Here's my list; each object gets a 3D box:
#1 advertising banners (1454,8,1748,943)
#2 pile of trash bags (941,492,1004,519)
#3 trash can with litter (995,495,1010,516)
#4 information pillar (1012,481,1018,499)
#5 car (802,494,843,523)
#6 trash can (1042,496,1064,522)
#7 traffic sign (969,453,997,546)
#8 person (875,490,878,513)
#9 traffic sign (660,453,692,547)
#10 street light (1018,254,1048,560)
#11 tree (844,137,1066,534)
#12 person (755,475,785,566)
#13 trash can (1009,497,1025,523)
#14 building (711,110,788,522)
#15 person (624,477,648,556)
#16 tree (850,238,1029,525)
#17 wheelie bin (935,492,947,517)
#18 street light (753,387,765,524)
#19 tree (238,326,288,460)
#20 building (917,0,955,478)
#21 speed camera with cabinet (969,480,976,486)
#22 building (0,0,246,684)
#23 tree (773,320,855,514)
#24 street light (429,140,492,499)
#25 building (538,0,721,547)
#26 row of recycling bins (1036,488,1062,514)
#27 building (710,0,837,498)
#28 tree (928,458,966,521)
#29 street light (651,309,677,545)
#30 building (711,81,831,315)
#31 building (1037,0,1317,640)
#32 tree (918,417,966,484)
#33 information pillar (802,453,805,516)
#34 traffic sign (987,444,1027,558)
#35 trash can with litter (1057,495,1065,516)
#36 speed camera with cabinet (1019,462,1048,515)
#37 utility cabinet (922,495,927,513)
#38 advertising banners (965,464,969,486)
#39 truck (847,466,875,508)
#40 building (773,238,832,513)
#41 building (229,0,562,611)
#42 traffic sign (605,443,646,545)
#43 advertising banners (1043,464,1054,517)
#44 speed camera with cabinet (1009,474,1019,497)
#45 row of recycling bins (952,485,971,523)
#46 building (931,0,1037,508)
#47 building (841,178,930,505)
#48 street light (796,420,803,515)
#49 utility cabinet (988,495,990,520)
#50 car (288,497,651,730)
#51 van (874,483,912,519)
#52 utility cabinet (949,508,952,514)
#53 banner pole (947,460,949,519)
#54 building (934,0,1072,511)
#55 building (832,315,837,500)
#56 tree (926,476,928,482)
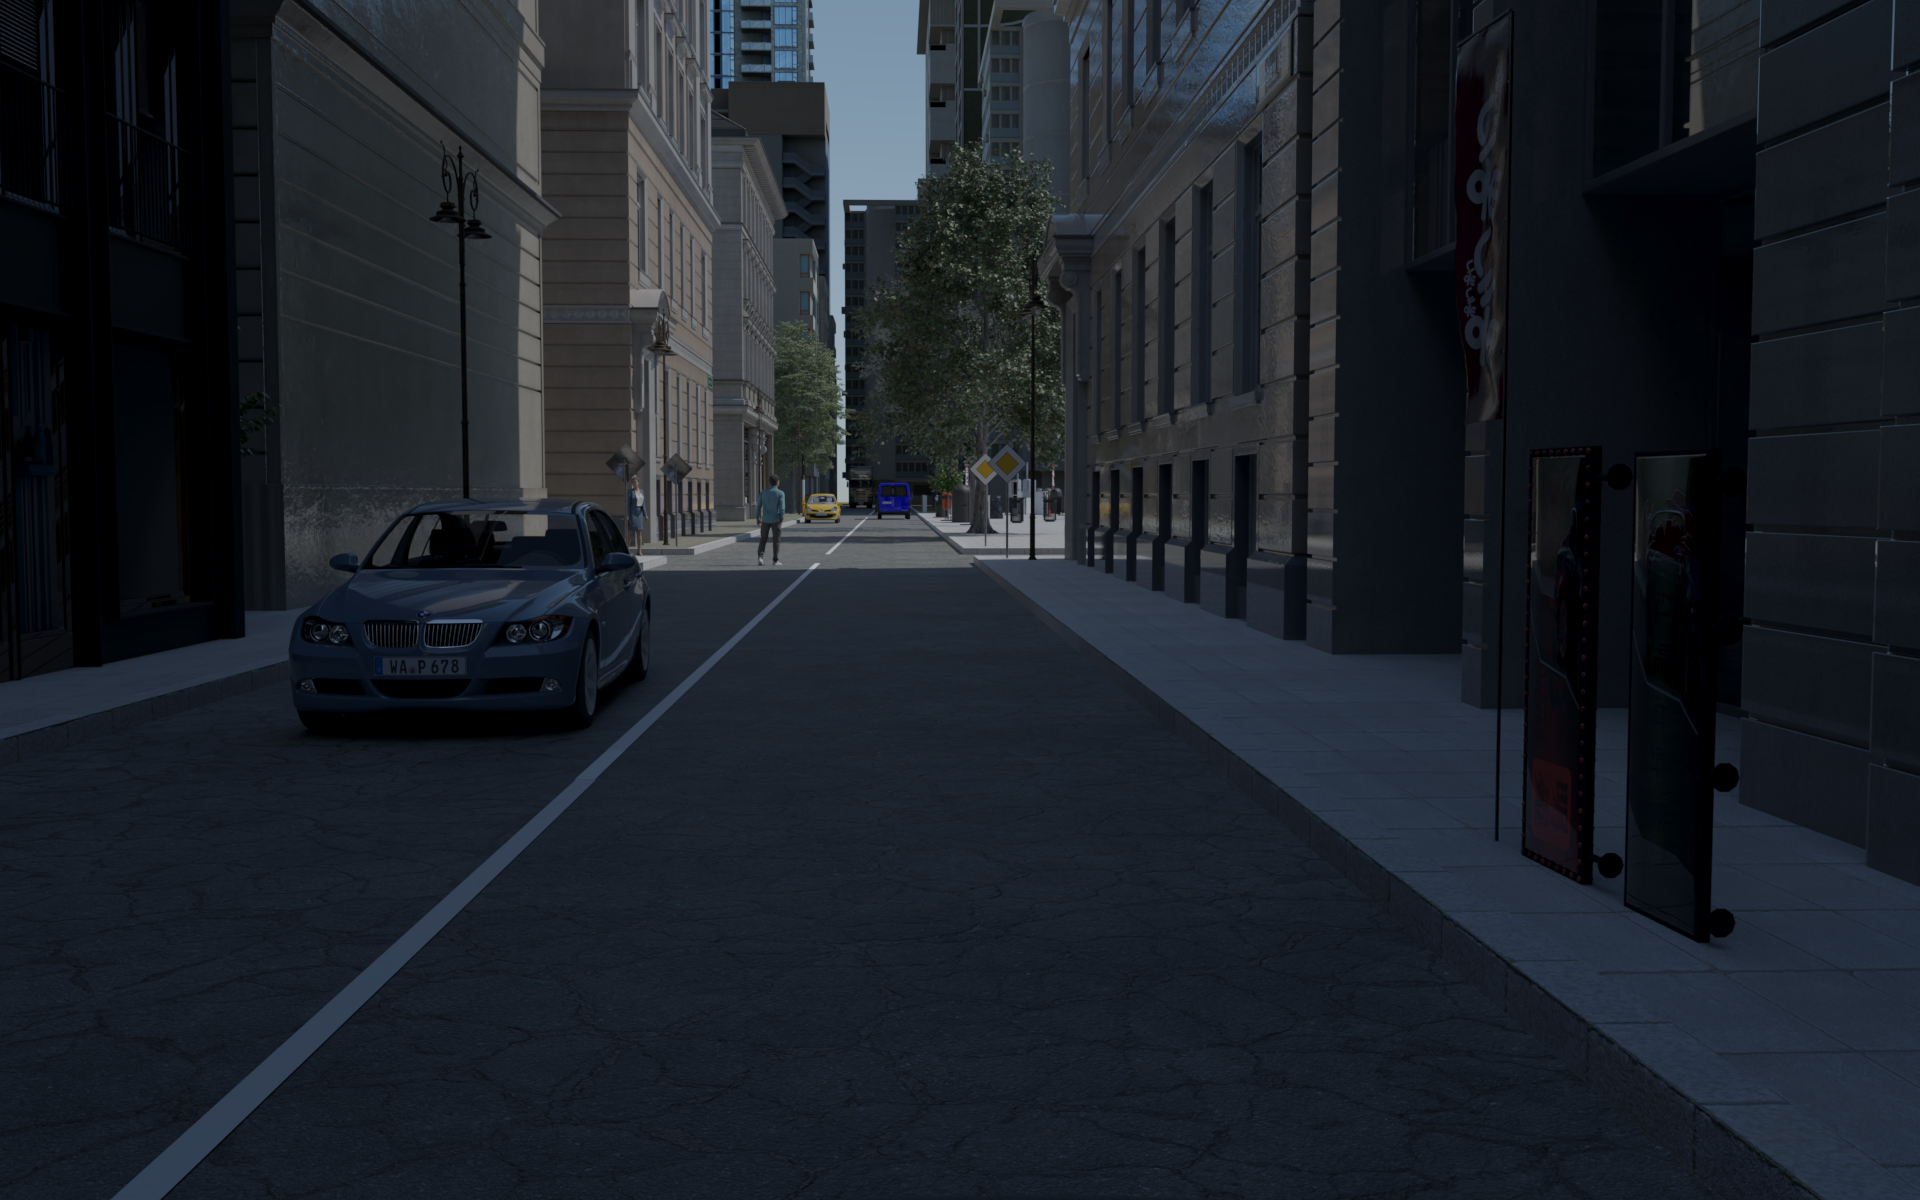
[{"bbox_3d":[2.036,-0.588,5.798,0.090,3.025,2.074,0,4,-5],"label":"advertising banners"},{"bbox_3d":[0.666,-4.928,90.328,3.447,1.369,1.912,1,4,17],"label":"pile of trash bags"},{"bbox_3d":[2.549,-5.719,104.562,1.678,1.210,2.233,2,4,27],"label":"trash can with litter"},{"bbox_3d":[3.149,-5.826,99.746,0.304,2.012,0.304,-1,4,-8],"label":"information pillar"},{"bbox_3d":[-6.821,-4.631,85.938,2.015,1.641,3.980,0,4,-3],"label":"car"},{"bbox_3d":[4.151,-4.178,79.963,0.748,1.137,0.748,0,3,0],"label":"trash can"},{"bbox_3d":[0.625,-2.376,42.485,0.795,2.450,0.064,0,4,-2],"label":"traffic sign"},{"bbox_3d":[-6.361,-7.635,134.135,0.742,1.727,0.445,3,5,43],"label":"person"},{"bbox_3d":[-6.914,-2.359,42.212,0.795,2.450,0.064,0,4,-2],"label":"traffic sign"},{"bbox_3d":[1.412,-3.718,33.581,0.468,5.910,1.993,0,4,-2],"label":"street light"},{"bbox_3d":[0.803,-8.487,55.763,9.611,12.733,9.660,0,3,0],"label":"tree"},{"bbox_3d":[-3.825,-1.604,34.739,0.660,1.820,0.620,1,4,14],"label":"person"},{"bbox_3d":[2.515,-3.966,76.490,0.748,1.137,0.748,0,3,0],"label":"trash can"},{"bbox_3d":[-14.522,-14.094,81.351,10.553,20.767,40.483,0,4,-2],"label":"building"},{"bbox_3d":[-7.412,-1.895,39.514,0.581,1.822,0.654,-2,4,-31],"label":"person"},{"bbox_3d":[0.422,-9.823,70.984,12.009,13.543,11.850,0,3,0],"label":"tree"},{"bbox_3d":[-0.931,-5.440,96.846,0.693,1.594,0.980,3,5,43],"label":"wheelie bin"},{"bbox_3d":[-8.665,-6.239,74.789,0.468,5.910,1.993,0,4,-2],"label":"street light"},{"bbox_3d":[-7.704,-1.360,16.834,1.663,3.219,1.824,0,3,0],"label":"tree"},{"bbox_3d":[10.087,-36.086,179.252,28.713,52.752,27.495,0,4,-2],"label":"building"},{"bbox_3d":[1.043,-7.112,110.621,0.660,3.252,2.038,1,4,10],"label":"speed camera with cabinet"},{"bbox_3d":[-12.243,-10.827,6.692,12.332,23.373,15.834,0,4,-2],"label":"building"},{"bbox_3d":[-10.545,-11.927,113.126,7.486,12.596,7.792,0,3,0],"label":"tree"},{"bbox_3d":[-6.630,-3.080,23.151,0.468,5.910,1.993,0,4,-2],"label":"street light"},{"bbox_3d":[-14.509,-16.204,50.843,13.634,28.700,20.117,0,4,-2],"label":"building"},{"bbox_3d":[5.469,-6.622,115.382,1.069,1.692,3.534,-3,5,-41],"label":"row of recycling bins"},{"bbox_3d":[-30.676,-54.860,209.634,31.000,86.520,22.319,0,4,-2],"label":"building"},{"bbox_3d":[-0.566,-5.374,82.466,1.663,3.219,1.824,0,3,0],"label":"tree"},{"bbox_3d":[-7.393,-4.317,43.377,0.468,5.910,1.993,0,4,-2],"label":"street light"},{"bbox_3d":[-21.210,-32.729,185.224,14.200,45.320,14.600,0,4,-2],"label":"building"},{"bbox_3d":[8.673,-14.578,24.258,13.634,28.700,20.117,0,4,-2],"label":"building"},{"bbox_3d":[-1.214,-10.286,118.540,4.360,8.622,3.978,0,3,0],"label":"tree"},{"bbox_3d":[-9.032,-6.637,99.862,0.183,3.616,0.504,0,4,4],"label":"information pillar"},{"bbox_3d":[0.937,-1.888,34.506,0.795,2.450,0.064,0,4,-2],"label":"traffic sign"},{"bbox_3d":[6.630,-5.573,102.184,2.233,1.210,1.678,-1,4,-16],"label":"trash can with litter"},{"bbox_3d":[4.718,-6.886,106.923,0.660,3.252,2.038,-3,4,-37],"label":"speed camera with cabinet"},{"bbox_3d":[-2.391,-6.469,116.933,0.306,1.237,1.020,0,4,-4],"label":"utility cabinet"},{"bbox_3d":[0.731,-6.366,100.270,0.090,3.025,2.074,2,4,27],"label":"advertising banners"},{"bbox_3d":[-10.100,-11.501,176.946,2.839,4.237,11.283,0,4,-3],"label":"truck"},{"bbox_3d":[-24.315,-17.510,131.332,27.650,21.520,28.899,0,4,-2],"label":"building"},{"bbox_3d":[-21.913,-11.727,25.025,30.059,22.955,16.112,0,4,-2],"label":"building"},{"bbox_3d":[-6.603,-1.871,34.233,0.795,2.450,0.064,0,4,-2],"label":"traffic sign"},{"bbox_3d":[5.003,-6.173,97.112,0.090,3.025,2.074,1,4,21],"label":"advertising banners"},{"bbox_3d":[3.818,-7.085,110.173,0.660,3.252,2.038,2,4,30],"label":"speed camera with cabinet"},{"bbox_3d":[0.413,-4.388,78.860,1.069,1.692,3.534,1,4,17],"label":"row of recycling bins"},{"bbox_3d":[7.923,-43.812,154.579,20.563,71.187,20.611,0,4,-2],"label":"building"},{"bbox_3d":[-2.606,-32.050,215.890,23.993,40.220,32.217,0,4,-2],"label":"building"},{"bbox_3d":[-9.889,-8.174,106.438,0.468,5.910,1.993,0,4,-2],"label":"street light"},{"bbox_3d":[1.057,-4.586,86.150,0.306,1.237,1.020,3,5,40],"label":"utility cabinet"},{"bbox_3d":[-3.216,-0.005,12.090,2.014,1.417,4.499,0,4,-3],"label":"car"},{"bbox_3d":[-3.813,-5.808,99.340,2.240,2.365,5.245,0,4,-3],"label":"van"},{"bbox_3d":[-0.959,-6.014,109.492,1.020,1.237,0.306,2,4,33],"label":"utility cabinet"},{"bbox_3d":[-0.609,-5.984,87.854,0.401,3.779,0.863,0,4,-1],"label":"banner pole"},{"bbox_3d":[14.290,-26.980,132.996,32.217,40.220,23.993,0,4,-2],"label":"building"},{"bbox_3d":[-25.809,-19.333,161.128,27.650,21.520,28.899,0,4,-2],"label":"building"},{"bbox_3d":[-1.084,-6.081,94.031,1.663,3.219,1.824,0,3,0],"label":"tree"}]
